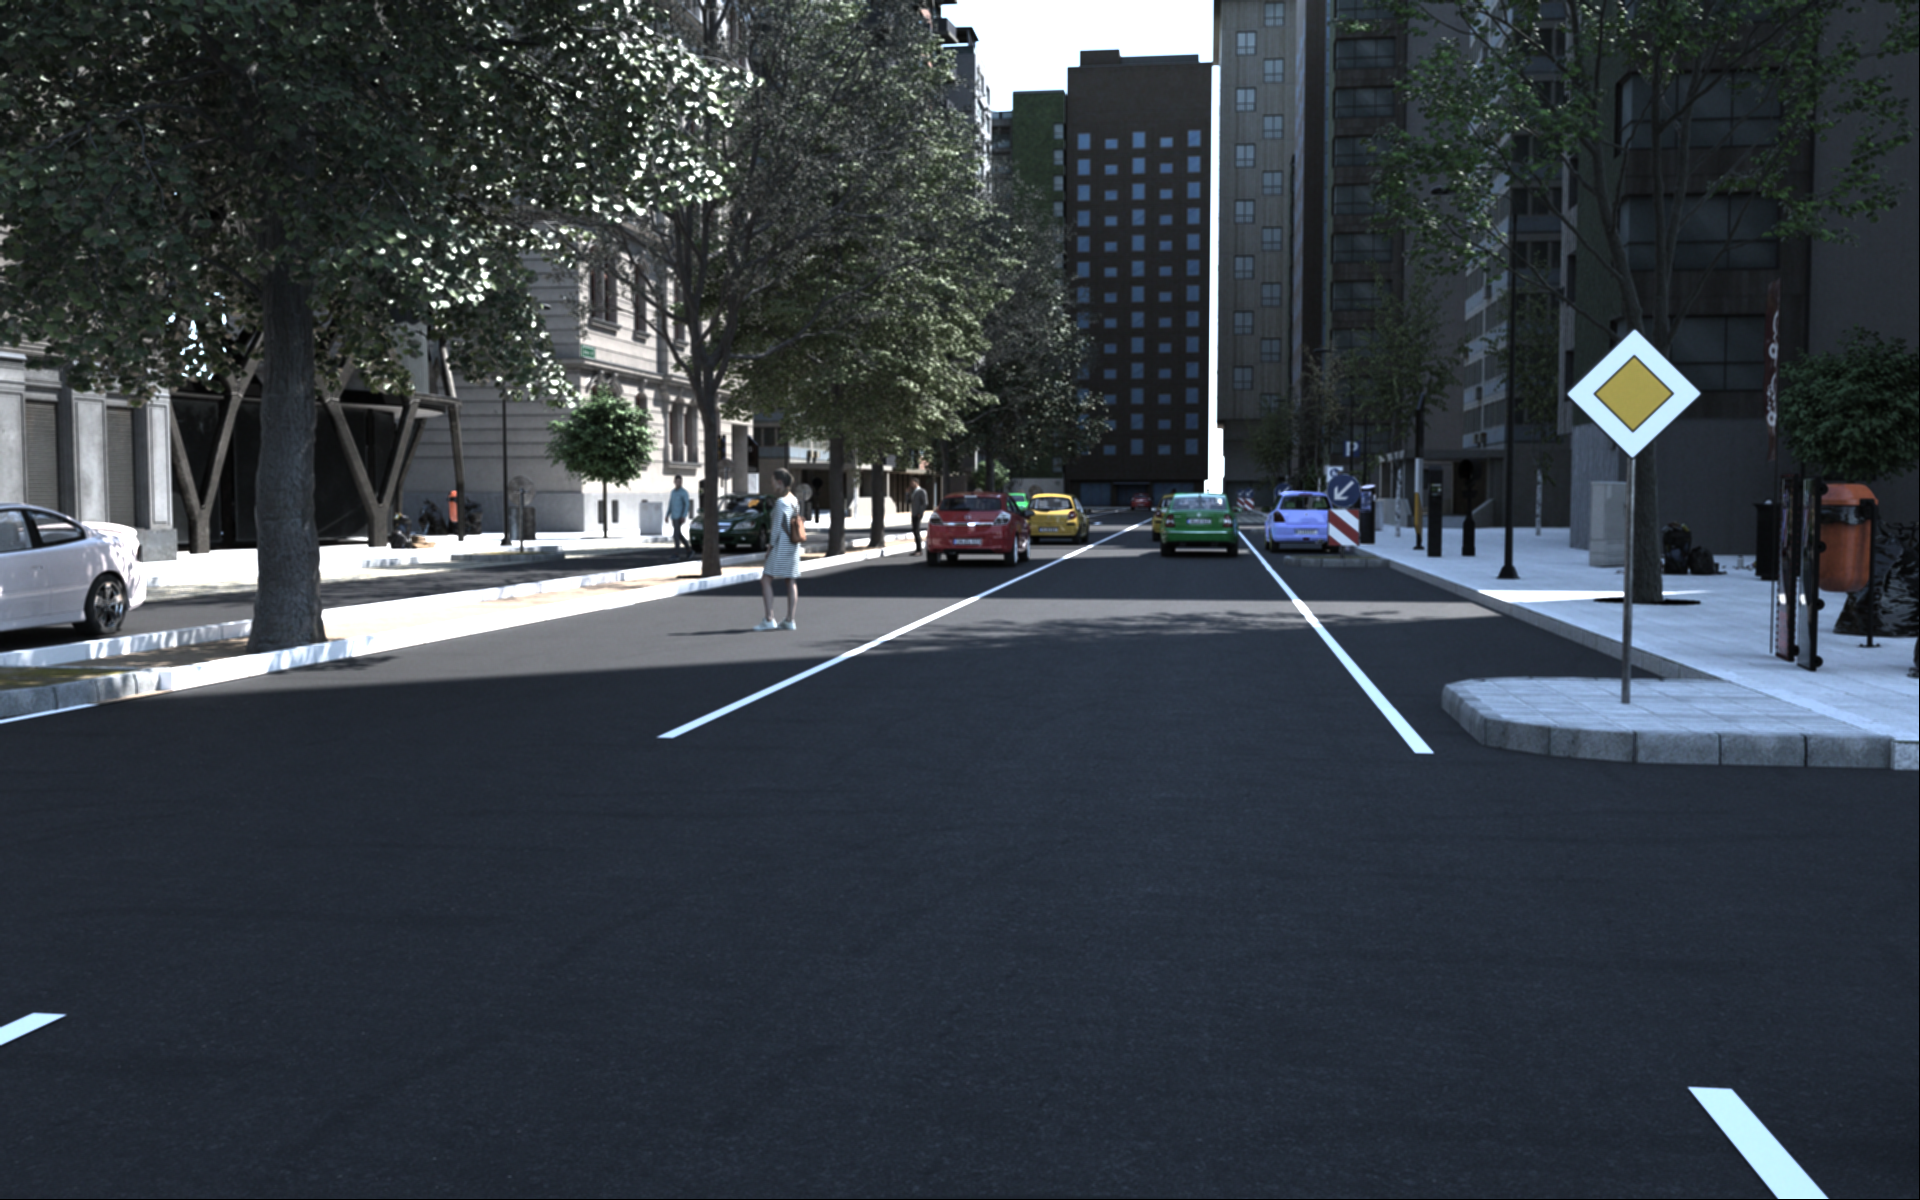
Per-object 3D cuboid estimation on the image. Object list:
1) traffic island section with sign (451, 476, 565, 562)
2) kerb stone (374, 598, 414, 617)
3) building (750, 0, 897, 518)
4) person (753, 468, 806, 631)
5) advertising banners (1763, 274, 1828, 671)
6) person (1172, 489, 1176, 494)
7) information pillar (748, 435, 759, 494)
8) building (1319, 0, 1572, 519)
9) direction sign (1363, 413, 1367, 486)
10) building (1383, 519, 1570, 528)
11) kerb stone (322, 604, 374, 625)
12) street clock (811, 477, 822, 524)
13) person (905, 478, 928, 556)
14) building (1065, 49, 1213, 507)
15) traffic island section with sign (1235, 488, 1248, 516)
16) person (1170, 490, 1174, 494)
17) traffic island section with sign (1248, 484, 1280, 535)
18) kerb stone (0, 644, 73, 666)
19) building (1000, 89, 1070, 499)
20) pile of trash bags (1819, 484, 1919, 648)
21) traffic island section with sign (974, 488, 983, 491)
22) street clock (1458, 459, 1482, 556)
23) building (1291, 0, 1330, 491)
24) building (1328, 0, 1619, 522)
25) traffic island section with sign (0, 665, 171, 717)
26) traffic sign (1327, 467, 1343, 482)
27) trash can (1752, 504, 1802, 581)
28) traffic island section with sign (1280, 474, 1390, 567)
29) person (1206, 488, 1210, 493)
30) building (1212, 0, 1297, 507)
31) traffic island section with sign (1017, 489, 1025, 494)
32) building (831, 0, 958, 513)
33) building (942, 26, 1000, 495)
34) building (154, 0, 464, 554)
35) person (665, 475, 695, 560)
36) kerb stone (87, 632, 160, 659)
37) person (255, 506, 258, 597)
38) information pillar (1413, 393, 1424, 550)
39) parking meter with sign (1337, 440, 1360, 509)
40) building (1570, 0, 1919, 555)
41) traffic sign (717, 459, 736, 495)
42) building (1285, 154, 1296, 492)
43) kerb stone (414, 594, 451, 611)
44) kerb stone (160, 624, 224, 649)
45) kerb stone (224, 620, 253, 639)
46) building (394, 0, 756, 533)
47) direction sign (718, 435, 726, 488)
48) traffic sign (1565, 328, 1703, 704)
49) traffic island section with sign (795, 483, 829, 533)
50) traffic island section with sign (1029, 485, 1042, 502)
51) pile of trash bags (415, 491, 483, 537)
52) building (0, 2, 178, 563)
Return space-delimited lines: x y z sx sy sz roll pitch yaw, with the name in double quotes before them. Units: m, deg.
"traffic island section with sign" -9.667 -1.762 37.433 1.989 1.847 2.006 0 4 8
"kerb stone" -6.766 0.107 20.478 0.120 0.150 1.000 0 4 8
"building" -20.883 -25.094 102.175 32.217 40.220 23.993 0 4 8
"person" -1.867 -0.538 18.302 0.522 1.701 0.512 1 4 18
"advertising banners" 6.407 -1.050 13.354 0.090 3.025 2.074 1 4 14
"person" 15.151 -6.951 122.178 0.705 1.821 1.348 -2 4 -25
"information pillar" -8.212 -4.732 68.717 0.504 3.616 0.183 2 4 32
"building" 39.989 -25.854 114.592 32.217 40.220 23.993 0 4 8
"direction sign" 11.450 -3.485 48.985 0.379 3.537 0.876 1 4 10
"building" 34.045 -23.106 69.672 32.217 40.220 23.993 0 4 8
"kerb stone" -6.906 0.167 19.463 0.120 0.150 1.000 0 4 8
"street clock" -6.226 -4.327 75.318 0.471 2.002 0.358 -1 4 -14
"person" -1.027 -1.942 40.436 0.473 1.802 0.592 -1 4 -14
"building" 18.518 -32.264 177.623 14.200 45.320 14.600 0 4 8
"traffic island section with sign" 18.458 -6.284 111.364 1.989 1.847 2.006 0 4 8
"person" 18.599 -8.737 151.295 1.348 1.831 0.705 0 4 -7
"traffic island section with sign" 11.425 -3.260 61.927 1.989 1.847 2.006 0 4 8
"kerb stone" -7.630 0.478 14.382 0.120 0.150 1.000 0 4 8
"building" 4.477 -30.328 179.454 14.086 41.232 14.154 0 4 8
"pile of trash bags" 8.727 -0.348 15.450 3.447 1.369 1.912 -2 4 -31
"traffic island section with sign" 1.216 -6.434 113.821 1.989 1.847 2.006 0 4 8
"street clock" 10.550 -1.915 35.877 0.358 2.002 0.471 -2 4 -26
"building" 33.328 -29.634 134.634 14.600 45.320 14.200 0 4 8
"building" 27.639 -19.923 97.436 14.160 30.474 14.107 0 4 8
"traffic island section with sign" -6.912 -0.227 11.844 2.006 1.907 1.989 0 4 8
"traffic sign" 13.873 -3.794 64.156 0.606 2.300 0.079 1 4 15
"trash can" 12.175 -0.862 25.754 0.748 1.137 0.748 0 3 0
"traffic island section with sign" 7.574 -1.612 34.977 1.989 1.847 2.006 0 4 8
"person" 15.477 -6.081 108.023 1.348 1.812 0.705 -2 4 -25
"building" 40.164 -36.226 181.528 27.495 52.752 28.713 0 4 8
"traffic island section with sign" 5.002 -8.066 140.510 1.989 1.847 2.006 0 4 8
"building" -12.100 -28.953 128.010 22.147 44.769 28.867 0 4 8
"building" -4.544 -28.861 155.474 14.086 41.232 14.154 0 4 8
"building" -21.774 -10.761 43.400 16.820 18.784 16.811 0 4 8
"person" -6.076 -1.799 37.776 0.748 1.841 0.638 -2 4 -35
"kerb stone" -7.493 0.416 15.402 0.120 0.150 1.000 0 4 8
"person" -9.268 -0.846 23.341 0.512 1.701 0.522 -1 4 -10
"information pillar" 10.601 -2.974 39.975 0.183 3.616 0.504 2 4 27
"parking meter with sign" 12.732 -3.721 57.104 0.543 3.016 1.738 0 4 2
"building" 21.819 -16.505 41.558 14.160 30.474 14.107 0 4 8
"traffic sign" -8.412 -3.795 62.149 0.768 2.556 0.104 1 4 15
"building" 35.208 -23.083 149.113 14.160 30.474 14.107 0 4 8
"kerb stone" -6.621 0.043 21.490 0.120 0.150 1.000 0 4 8
"kerb stone" -7.342 0.353 16.423 0.120 0.150 1.000 0 4 8
"kerb stone" -7.196 0.291 17.435 0.120 0.150 1.000 0 4 8
"building" -17.043 -17.188 68.418 14.401 28.519 23.554 0 4 8
"direction sign" -9.136 -4.555 66.479 0.379 3.537 0.876 -2 4 -26
"traffic sign" 4.076 -0.422 10.550 0.795 2.450 0.064 0 4 8
"traffic island section with sign" -5.856 -3.394 64.123 1.989 1.847 2.006 0 4 8
"traffic island section with sign" 3.674 -4.777 86.236 2.006 1.907 1.989 0 4 8
"pile of trash bags" -15.723 -2.676 53.508 1.912 1.369 3.447 -1 4 -23
"building" -20.912 -10.722 24.452 9.793 20.994 18.267 0 4 8
